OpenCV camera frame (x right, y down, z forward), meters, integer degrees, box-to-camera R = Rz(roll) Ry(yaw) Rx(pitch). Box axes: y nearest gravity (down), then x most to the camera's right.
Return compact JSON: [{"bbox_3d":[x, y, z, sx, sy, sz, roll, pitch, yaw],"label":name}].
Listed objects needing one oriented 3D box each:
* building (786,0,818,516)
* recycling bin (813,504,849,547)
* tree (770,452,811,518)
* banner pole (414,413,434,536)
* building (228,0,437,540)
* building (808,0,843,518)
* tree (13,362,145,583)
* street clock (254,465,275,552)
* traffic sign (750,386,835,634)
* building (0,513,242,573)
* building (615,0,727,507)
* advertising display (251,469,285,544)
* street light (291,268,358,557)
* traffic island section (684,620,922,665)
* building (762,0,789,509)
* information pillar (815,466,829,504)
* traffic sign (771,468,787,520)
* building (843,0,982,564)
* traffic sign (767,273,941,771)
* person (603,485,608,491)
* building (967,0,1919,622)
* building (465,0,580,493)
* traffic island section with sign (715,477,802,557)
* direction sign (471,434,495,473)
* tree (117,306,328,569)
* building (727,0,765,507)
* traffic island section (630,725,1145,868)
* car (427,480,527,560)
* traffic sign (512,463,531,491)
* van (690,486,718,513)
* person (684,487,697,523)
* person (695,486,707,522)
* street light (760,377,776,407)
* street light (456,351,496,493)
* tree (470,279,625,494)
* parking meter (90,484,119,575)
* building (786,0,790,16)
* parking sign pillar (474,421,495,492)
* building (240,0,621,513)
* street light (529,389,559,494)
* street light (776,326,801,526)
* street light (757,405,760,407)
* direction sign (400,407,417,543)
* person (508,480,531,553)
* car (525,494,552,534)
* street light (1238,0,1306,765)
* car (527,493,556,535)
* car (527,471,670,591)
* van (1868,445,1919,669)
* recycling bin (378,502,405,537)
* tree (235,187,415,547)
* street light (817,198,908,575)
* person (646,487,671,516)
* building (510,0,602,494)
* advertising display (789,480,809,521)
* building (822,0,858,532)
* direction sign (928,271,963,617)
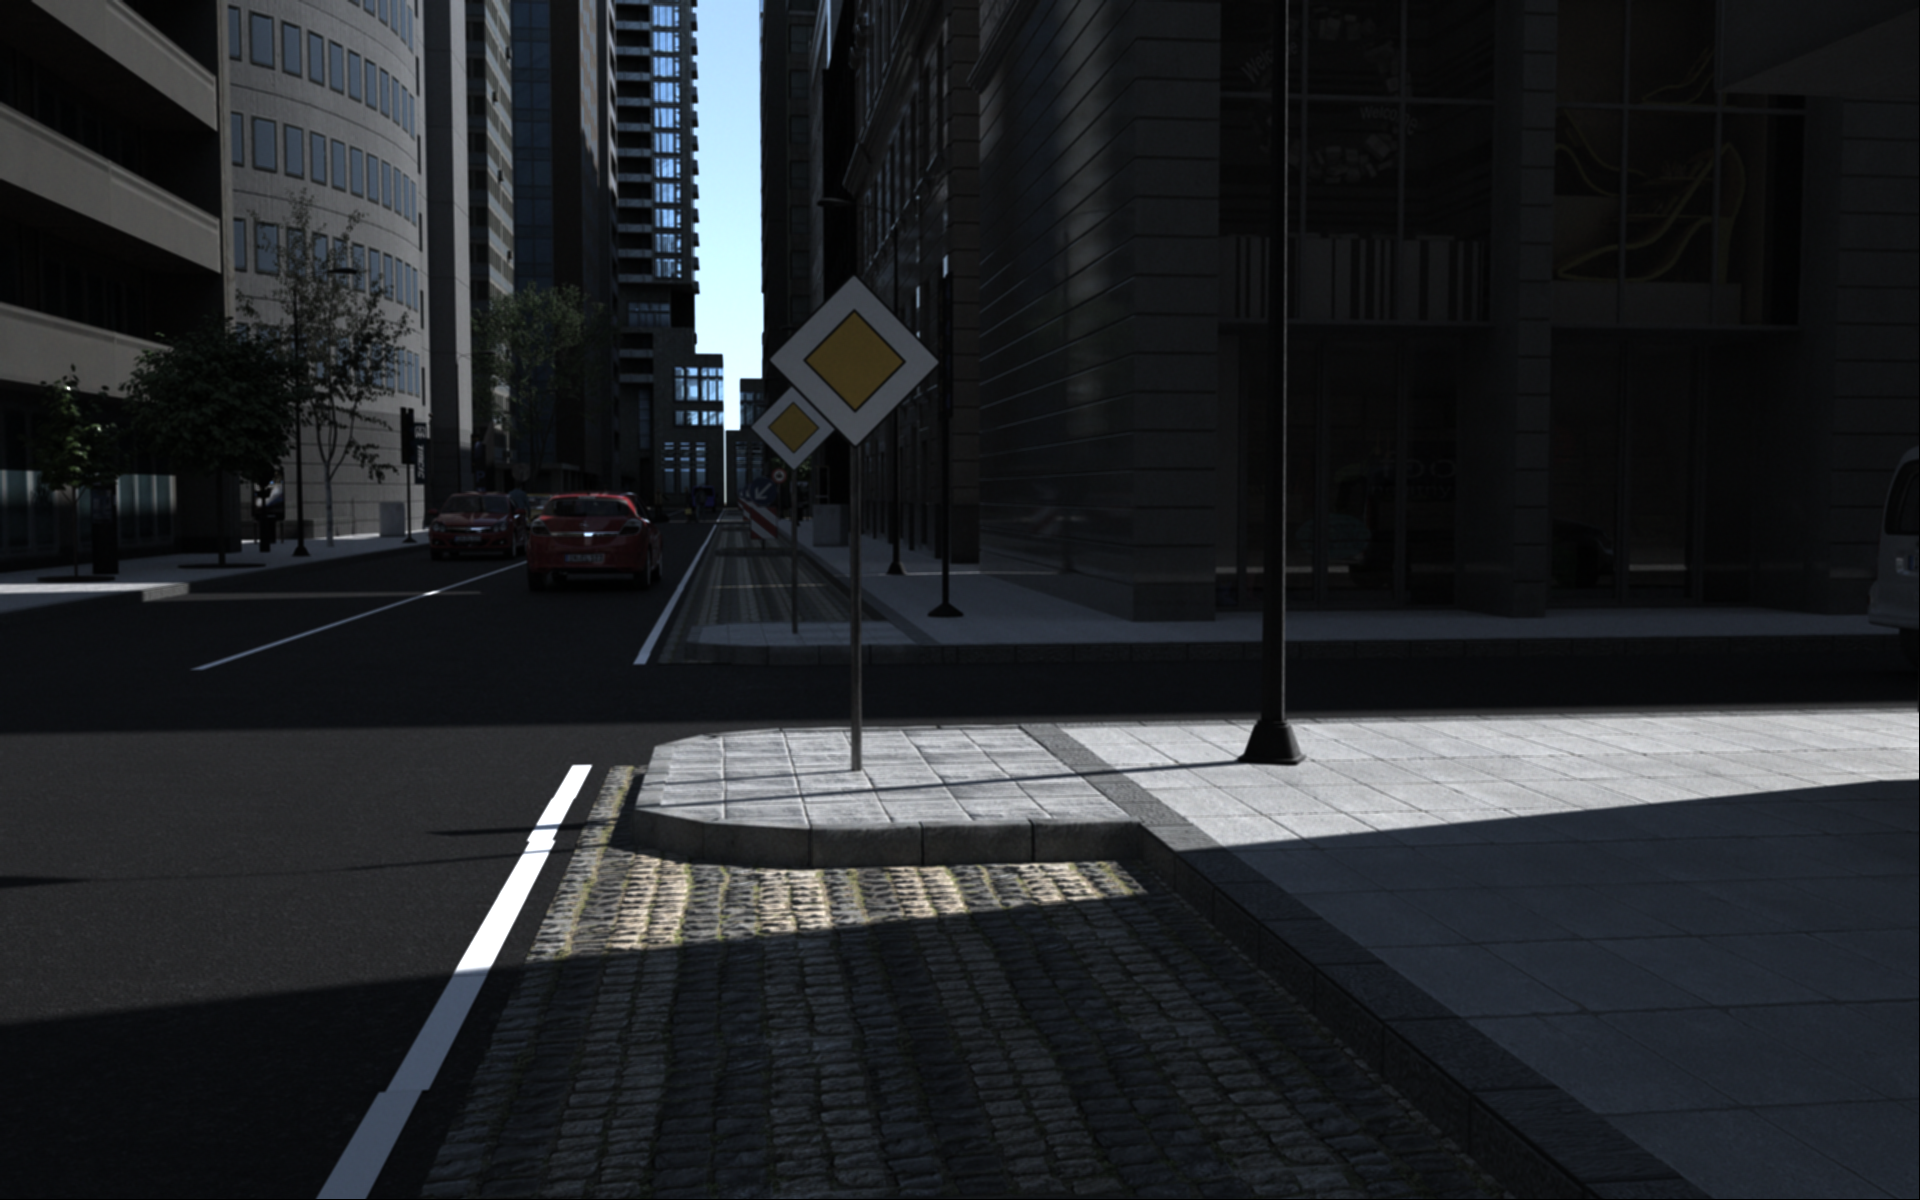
[{"bbox_3d":[-3.557,-20.442,105.933,14.160,30.474,14.107,0,4,-7],"label":"building"},{"bbox_3d":[-3.171,-1.835,42.553,0.722,1.027,0.722,1,4,15],"label":"recycling bin"},{"bbox_3d":[-8.826,-6.756,94.181,4.285,4.588,4.351,0,3,0],"label":"tree"},{"bbox_3d":[-16.508,-3.882,53.485,0.401,3.779,0.863,3,4,38],"label":"banner pole"},{"bbox_3d":[-29.456,-31.522,57.378,21.231,58.520,28.212,0,4,-7],"label":"building"},{"bbox_3d":[-0.628,-16.133,81.800,12.078,24.808,19.932,0,4,-7],"label":"building"},{"bbox_3d":[-13.005,-1.883,25.397,1.663,3.219,1.824,0,3,0],"label":"tree"},{"bbox_3d":[-15.393,-2.063,38.293,0.471,2.002,0.358,-2,4,-34],"label":"street clock"},{"bbox_3d":[-1.523,-0.749,15.890,0.795,2.450,0.064,0,4,-7],"label":"traffic sign"},{"bbox_3d":[-25.111,-24.552,25.125,21.300,48.544,21.600,0,4,-7],"label":"building"},{"bbox_3d":[-40.643,-53.124,181.244,31.000,86.520,22.319,0,4,-7],"label":"building"},{"bbox_3d":[-17.874,-2.418,44.747,0.123,1.923,0.974,2,4,27],"label":"advertising display"},{"bbox_3d":[-13.061,-3.858,35.625,1.470,5.913,1.316,0,4,-7],"label":"street light"},{"bbox_3d":[-1.501,0.386,15.970,2.009,0.180,2.903,0,4,-7],"label":"traffic island section"},{"bbox_3d":[-6.756,-32.510,155.237,21.300,48.544,21.600,0,4,-7],"label":"building"},{"bbox_3d":[-3.602,-2.498,45.335,0.304,2.012,0.304,-1,4,-17],"label":"information pillar"},{"bbox_3d":[-8.790,-5.147,84.265,0.768,2.556,0.104,0,4,-5],"label":"traffic sign"},{"bbox_3d":[3.846,-15.073,43.700,12.463,27.353,25.104,0,4,-7],"label":"building"},{"bbox_3d":[-0.484,-0.265,7.972,0.795,2.450,0.064,0,4,-7],"label":"traffic sign"},{"bbox_3d":[-15.157,-4.057,74.739,0.836,1.842,0.656,-1,4,-10],"label":"person"},{"bbox_3d":[15.633,-15.058,23.686,29.804,29.767,11.434,0,4,-7],"label":"building"},{"bbox_3d":[-38.814,-24.879,98.651,32.217,40.220,23.993,0,4,-7],"label":"building"},{"bbox_3d":[-4.702,-1.941,40.360,1.989,1.847,2.006,0,4,-7],"label":"traffic island section with sign"},{"bbox_3d":[-18.022,-4.494,65.480,0.876,3.537,0.379,0,4,1],"label":"direction sign"},{"bbox_3d":[-12.930,-2.857,30.427,4.285,4.588,4.351,0,3,0],"label":"tree"},{"bbox_3d":[-9.630,-53.337,184.727,31.000,86.520,22.319,0,4,-7],"label":"building"},{"bbox_3d":[-0.461,0.870,8.052,2.009,0.180,2.903,0,4,-7],"label":"traffic island section"},{"bbox_3d":[-10.853,-1.842,39.160,2.155,1.783,4.494,-1,4,-9],"label":"car"},{"bbox_3d":[-17.759,-4.282,70.112,0.768,2.556,0.104,0,4,-4],"label":"traffic sign"},{"bbox_3d":[-20.144,-8.055,136.085,2.240,2.365,5.245,0,4,-8],"label":"van"},{"bbox_3d":[-13.512,-4.771,86.719,0.699,1.804,1.509,1,4,15],"label":"person"},{"bbox_3d":[-13.305,-4.902,88.627,0.794,1.824,0.713,1,4,17],"label":"person"},{"bbox_3d":[-7.090,-5.906,69.103,1.470,5.913,1.316,0,4,-7],"label":"street light"},{"bbox_3d":[-15.713,-5.115,56.179,1.470,5.913,1.316,0,4,-7],"label":"street light"},{"bbox_3d":[-20.229,-9.605,82.803,9.928,11.665,9.643,0,3,0],"label":"tree"},{"bbox_3d":[-13.687,-1.180,27.706,0.372,1.533,0.369,0,3,0],"label":"parking meter"},{"bbox_3d":[-1.451,-31.151,128.933,23.786,49.044,30.456,0,4,-7],"label":"building"},{"bbox_3d":[-17.419,-4.589,63.505,1.447,3.967,1.447,0,4,-1],"label":"parking sign pillar"},{"bbox_3d":[-44.245,-37.196,150.148,28.212,58.520,21.231,0,4,-7],"label":"building"},{"bbox_3d":[-18.452,-6.372,76.731,1.470,5.913,1.316,0,4,-7],"label":"street light"},{"bbox_3d":[-4.277,-4.621,48.094,1.470,5.913,1.316,0,4,-7],"label":"street light"},{"bbox_3d":[-9.823,-7.189,90.087,1.470,5.913,1.316,0,4,-7],"label":"street light"},{"bbox_3d":[-14.508,-3.276,45.554,0.379,3.537,0.876,0,4,3],"label":"direction sign"},{"bbox_3d":[-10.720,-2.027,41.981,0.601,1.785,0.444,0,4,-6],"label":"person"},{"bbox_3d":[-13.952,-2.836,56.585,2.015,1.641,3.980,0,4,-7],"label":"car"},{"bbox_3d":[0.970,-2.176,8.113,1.470,5.913,1.316,0,4,-7],"label":"street light"},{"bbox_3d":[-14.572,-3.246,62.120,2.155,1.783,4.494,0,4,-7],"label":"car"},{"bbox_3d":[-5.689,-1.115,27.277,2.155,1.783,4.494,0,4,-6],"label":"car"},{"bbox_3d":[9.316,-0.388,13.362,4.112,2.044,2.013,0,4,-7],"label":"van"},{"bbox_3d":[-17.101,-2.420,52.114,0.722,1.027,0.722,-1,4,-21],"label":"recycling bin"},{"bbox_3d":[-15.233,-5.584,41.668,4.360,8.622,3.978,0,3,0],"label":"tree"},{"bbox_3d":[-1.550,-3.357,27.436,1.470,5.913,1.316,0,4,-7],"label":"street light"},{"bbox_3d":[-16.786,-5.370,96.401,1.348,1.812,0.705,-1,4,-11],"label":"person"},{"bbox_3d":[-35.157,-29.503,132.492,14.600,45.320,14.200,0,4,-7],"label":"building"},{"bbox_3d":[-7.624,-4.691,81.915,0.974,1.923,0.123,-2,4,-24],"label":"advertising display"},{"bbox_3d":[1.505,-14.339,64.120,12.332,23.373,15.834,0,4,-7],"label":"building"},{"bbox_3d":[-0.152,-1.597,18.105,0.379,3.537,0.876,-1,4,-9],"label":"direction sign"}]
